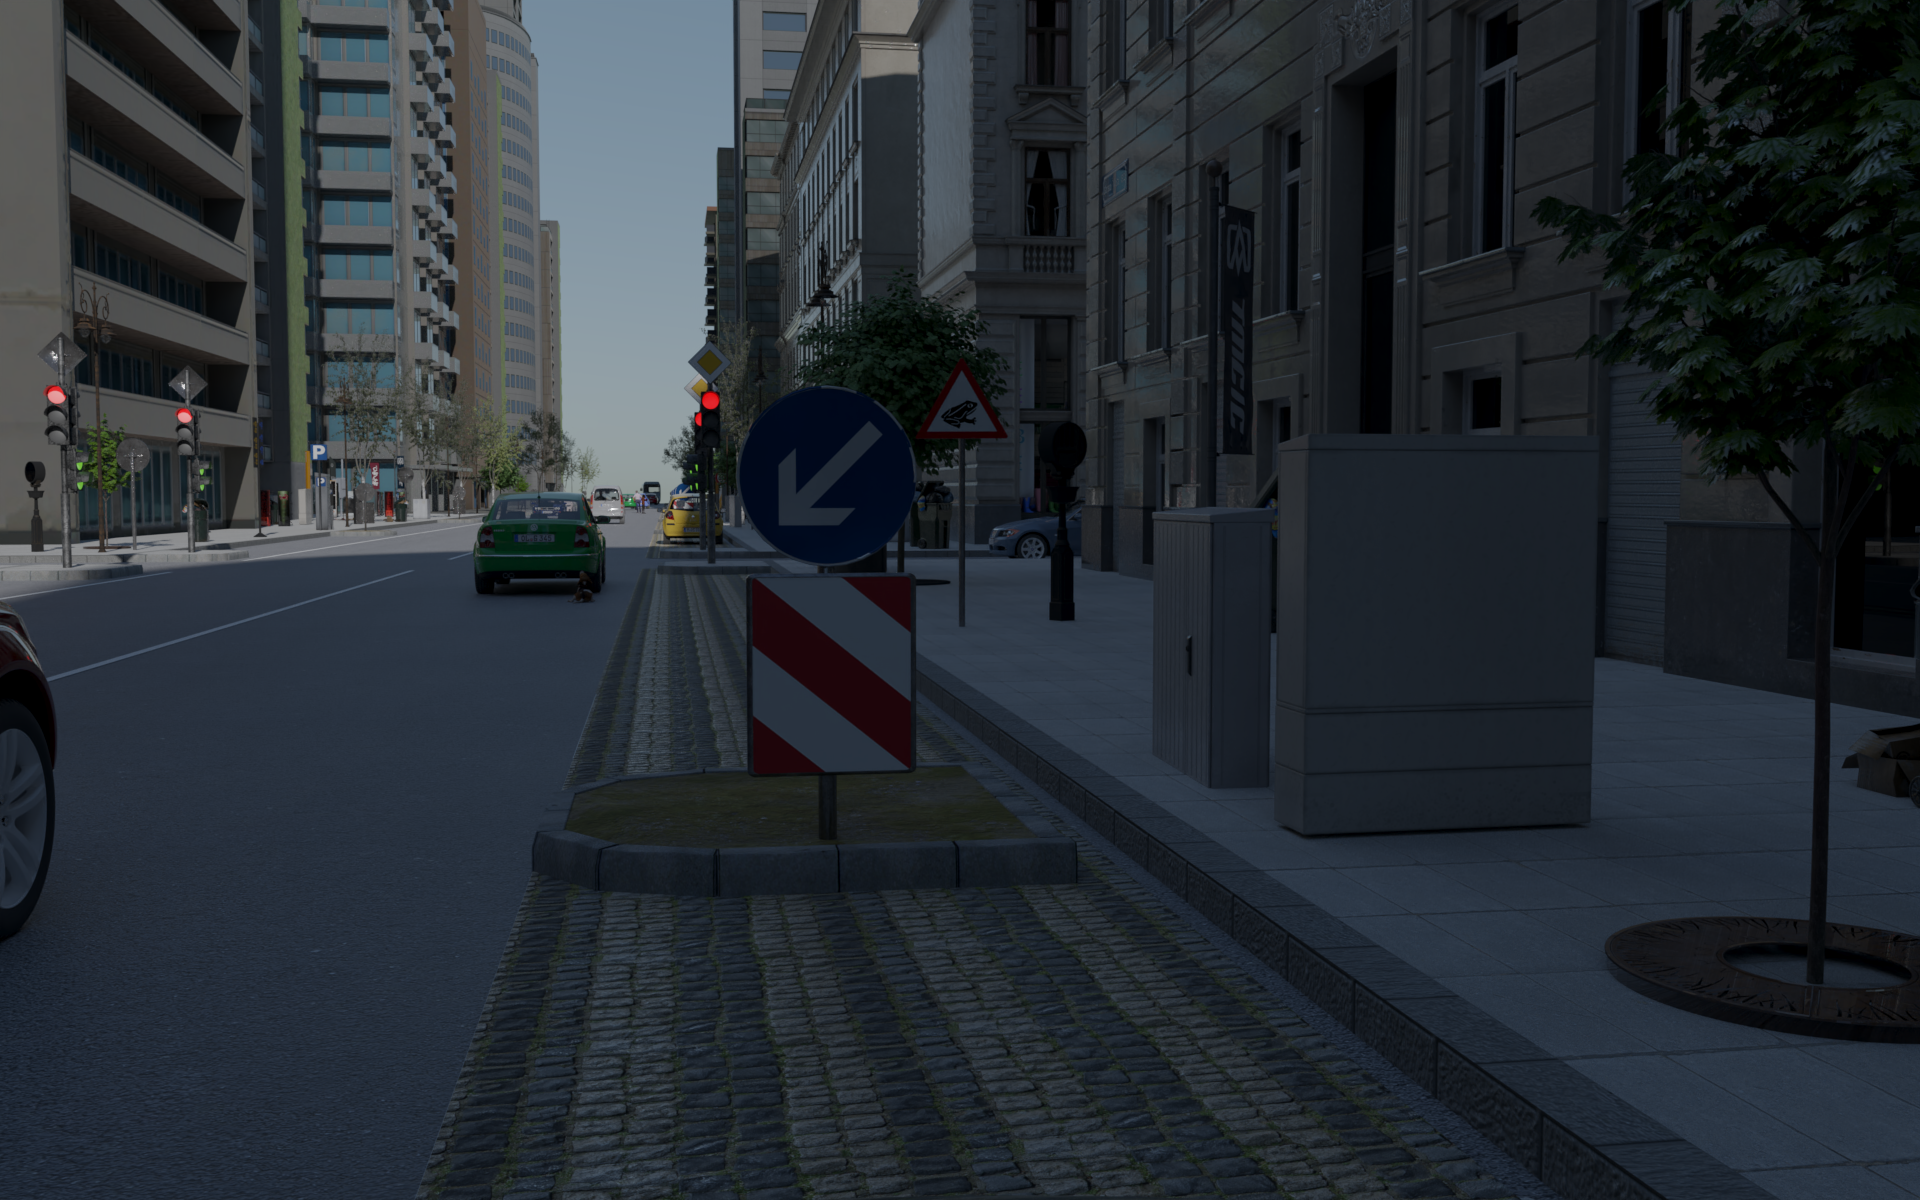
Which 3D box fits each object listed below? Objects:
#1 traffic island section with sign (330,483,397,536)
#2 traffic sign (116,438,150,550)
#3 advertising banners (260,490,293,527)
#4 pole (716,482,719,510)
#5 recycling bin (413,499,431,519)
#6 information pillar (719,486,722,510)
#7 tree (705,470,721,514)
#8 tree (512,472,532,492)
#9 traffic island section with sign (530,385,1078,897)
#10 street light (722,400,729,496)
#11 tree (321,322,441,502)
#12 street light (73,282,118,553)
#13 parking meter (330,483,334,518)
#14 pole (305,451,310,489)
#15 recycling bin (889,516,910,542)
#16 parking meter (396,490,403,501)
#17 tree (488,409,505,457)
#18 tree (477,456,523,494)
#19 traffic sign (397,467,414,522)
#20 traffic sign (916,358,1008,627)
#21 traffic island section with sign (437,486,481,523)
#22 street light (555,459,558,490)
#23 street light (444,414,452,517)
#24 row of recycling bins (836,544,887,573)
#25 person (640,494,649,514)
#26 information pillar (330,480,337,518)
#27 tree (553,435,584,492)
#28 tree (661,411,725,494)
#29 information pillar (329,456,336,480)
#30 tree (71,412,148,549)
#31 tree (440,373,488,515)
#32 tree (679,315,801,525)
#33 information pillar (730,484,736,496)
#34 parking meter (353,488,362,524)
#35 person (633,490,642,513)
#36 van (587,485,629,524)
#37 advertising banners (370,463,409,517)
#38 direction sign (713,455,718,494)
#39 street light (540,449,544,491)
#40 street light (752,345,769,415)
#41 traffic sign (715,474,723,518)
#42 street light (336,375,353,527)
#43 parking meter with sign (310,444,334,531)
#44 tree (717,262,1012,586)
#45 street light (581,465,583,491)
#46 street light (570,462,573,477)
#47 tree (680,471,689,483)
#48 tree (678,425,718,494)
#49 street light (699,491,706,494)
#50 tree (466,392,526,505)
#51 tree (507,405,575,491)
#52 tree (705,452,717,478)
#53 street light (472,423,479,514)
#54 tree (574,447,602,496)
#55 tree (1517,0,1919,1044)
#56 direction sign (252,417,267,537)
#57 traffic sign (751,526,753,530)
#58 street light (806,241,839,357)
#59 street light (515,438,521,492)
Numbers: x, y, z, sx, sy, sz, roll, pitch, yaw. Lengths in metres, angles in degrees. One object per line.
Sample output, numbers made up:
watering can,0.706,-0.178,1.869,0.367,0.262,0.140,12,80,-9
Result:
traffic island section with sign,-20.571,-3.133,59.857,1.989,1.847,2.006,-1,4,-10
traffic sign,-18.886,-2.413,39.564,0.768,2.556,0.104,0,4,-2
advertising banners,-27.399,-4.403,68.172,2.074,3.025,0.090,-2,4,-29
pole,-14.140,-6.544,100.845,0.158,3.312,0.155,0,3,0
recycling bin,-27.524,-4.649,88.562,0.722,1.027,0.722,0,4,-3
information pillar,-15.834,-7.542,114.670,0.183,3.616,0.504,-2,4,-25
tree,-15.865,-7.143,111.395,1.663,3.219,1.824,0,3,0
tree,-38.219,-9.561,150.915,1.663,3.219,1.824,0,3,0
traffic island section with sign,-0.712,0.094,7.096,1.989,1.847,2.006,-1,4,-10
street light,-11.316,-6.813,84.180,0.468,5.910,1.993,-1,4,-10
tree,-25.755,-7.633,75.162,4.360,8.622,3.978,0,3,0
street light,-18.845,-3.981,37.873,0.468,5.910,1.993,-1,4,-10
parking meter,-31.539,-4.946,86.576,0.255,1.863,0.399,1,4,22
pole,-30.893,-5.397,82.082,0.158,3.312,0.155,0,3,0
recycling bin,-1.695,-2.077,46.517,0.722,1.027,0.722,2,4,23
parking meter,-34.644,-6.034,107.064,0.372,1.533,0.369,0,3,0
tree,-30.292,-9.503,105.731,4.360,8.622,3.978,0,3,0
tree,-35.296,-9.128,132.959,4.285,4.588,4.351,0,3,0
traffic sign,-25.719,-4.908,80.348,0.768,2.556,0.104,0,4,-5
traffic sign,0.018,-1.020,16.686,0.884,2.594,0.081,0,4,0
traffic island section with sign,-25.186,-4.804,87.181,1.989,1.847,2.006,-1,4,-10
street light,-45.497,-13.607,195.267,0.468,5.910,1.993,-1,4,-10
street light,-28.970,-7.658,97.998,0.468,5.910,1.993,-1,4,-10
row of recycling bins,-1.795,-1.347,29.143,1.069,1.692,3.534,-1,4,-9
person,-23.250,-7.066,127.291,0.557,1.426,1.065,-3,5,-44
information pillar,-33.935,-5.457,93.710,0.304,2.012,0.304,-2,4,-33
tree,-48.127,-15.960,211.300,4.360,8.622,3.978,0,3,0
tree,-29.826,-15.991,195.871,8.767,10.594,7.601,0,4,3
information pillar,-38.813,-7.085,107.192,0.183,3.616,0.504,1,4,22
tree,-19.950,-2.820,40.716,1.663,3.219,1.824,0,3,0
tree,-28.094,-8.611,91.160,4.360,8.622,3.978,0,3,0
tree,-8.872,-7.398,71.316,4.360,8.622,3.978,0,3,0
information pillar,-13.922,-6.220,106.196,0.304,2.012,0.304,0,4,1
parking meter,-25.631,-3.995,73.735,0.372,1.533,0.369,0,3,0
person,-24.566,-7.489,131.879,0.756,1.711,0.436,-1,4,-21
van,-17.027,-4.686,83.626,2.013,2.044,4.112,-1,4,-11
advertising banners,-31.704,-6.117,96.204,2.074,3.025,0.090,0,4,-5
direction sign,-13.559,-6.345,95.742,0.379,3.537,0.876,-3,4,-37
street light,-41.916,-12.303,173.948,0.468,5.910,1.993,-1,4,-10
street light,-6.212,-4.964,53.949,0.468,5.910,1.993,-1,4,-10
traffic sign,-12.887,-5.739,93.931,0.768,2.556,0.104,0,4,-6
street light,-23.912,-5.788,67.418,0.468,5.910,1.993,-1,4,-10
parking meter with sign,-22.670,-4.000,61.666,0.543,3.016,1.738,-1,4,-12
tree,-0.936,-2.510,24.745,4.285,4.588,4.351,0,3,0
street light,-55.535,-17.243,254.701,0.468,5.910,1.993,-1,4,-10
street light,-50.392,-15.416,224.841,0.468,5.910,1.993,-1,4,-10
tree,-24.643,-11.357,169.401,4.285,4.588,4.351,0,3,0
tree,-26.995,-14.006,179.367,4.737,8.622,4.395,0,3,0
street light,-19.058,-9.579,129.403,0.468,5.910,1.993,-1,4,-10
tree,-33.769,-10.741,125.981,4.737,8.622,4.395,0,3,0
tree,-44.629,-15.206,183.033,8.767,10.594,7.601,0,4,-3
tree,-11.380,-6.505,90.063,4.285,4.588,4.351,0,3,0
street light,-31.629,-8.593,113.283,0.468,5.910,1.993,-1,4,-10
tree,-57.123,-19.243,264.979,4.737,8.622,4.395,0,3,0
tree,2.206,-0.594,4.318,1.663,3.219,1.824,0,3,0
direction sign,-20.831,-3.636,51.452,0.379,3.537,0.876,0,4,-5
traffic sign,-7.484,-3.806,62.334,0.768,2.556,0.104,0,4,-2
street light,-2.525,-3.612,31.840,0.468,5.910,1.993,-1,4,-10
street light,-36.782,-10.478,144.110,0.468,5.910,1.993,-1,4,-10
